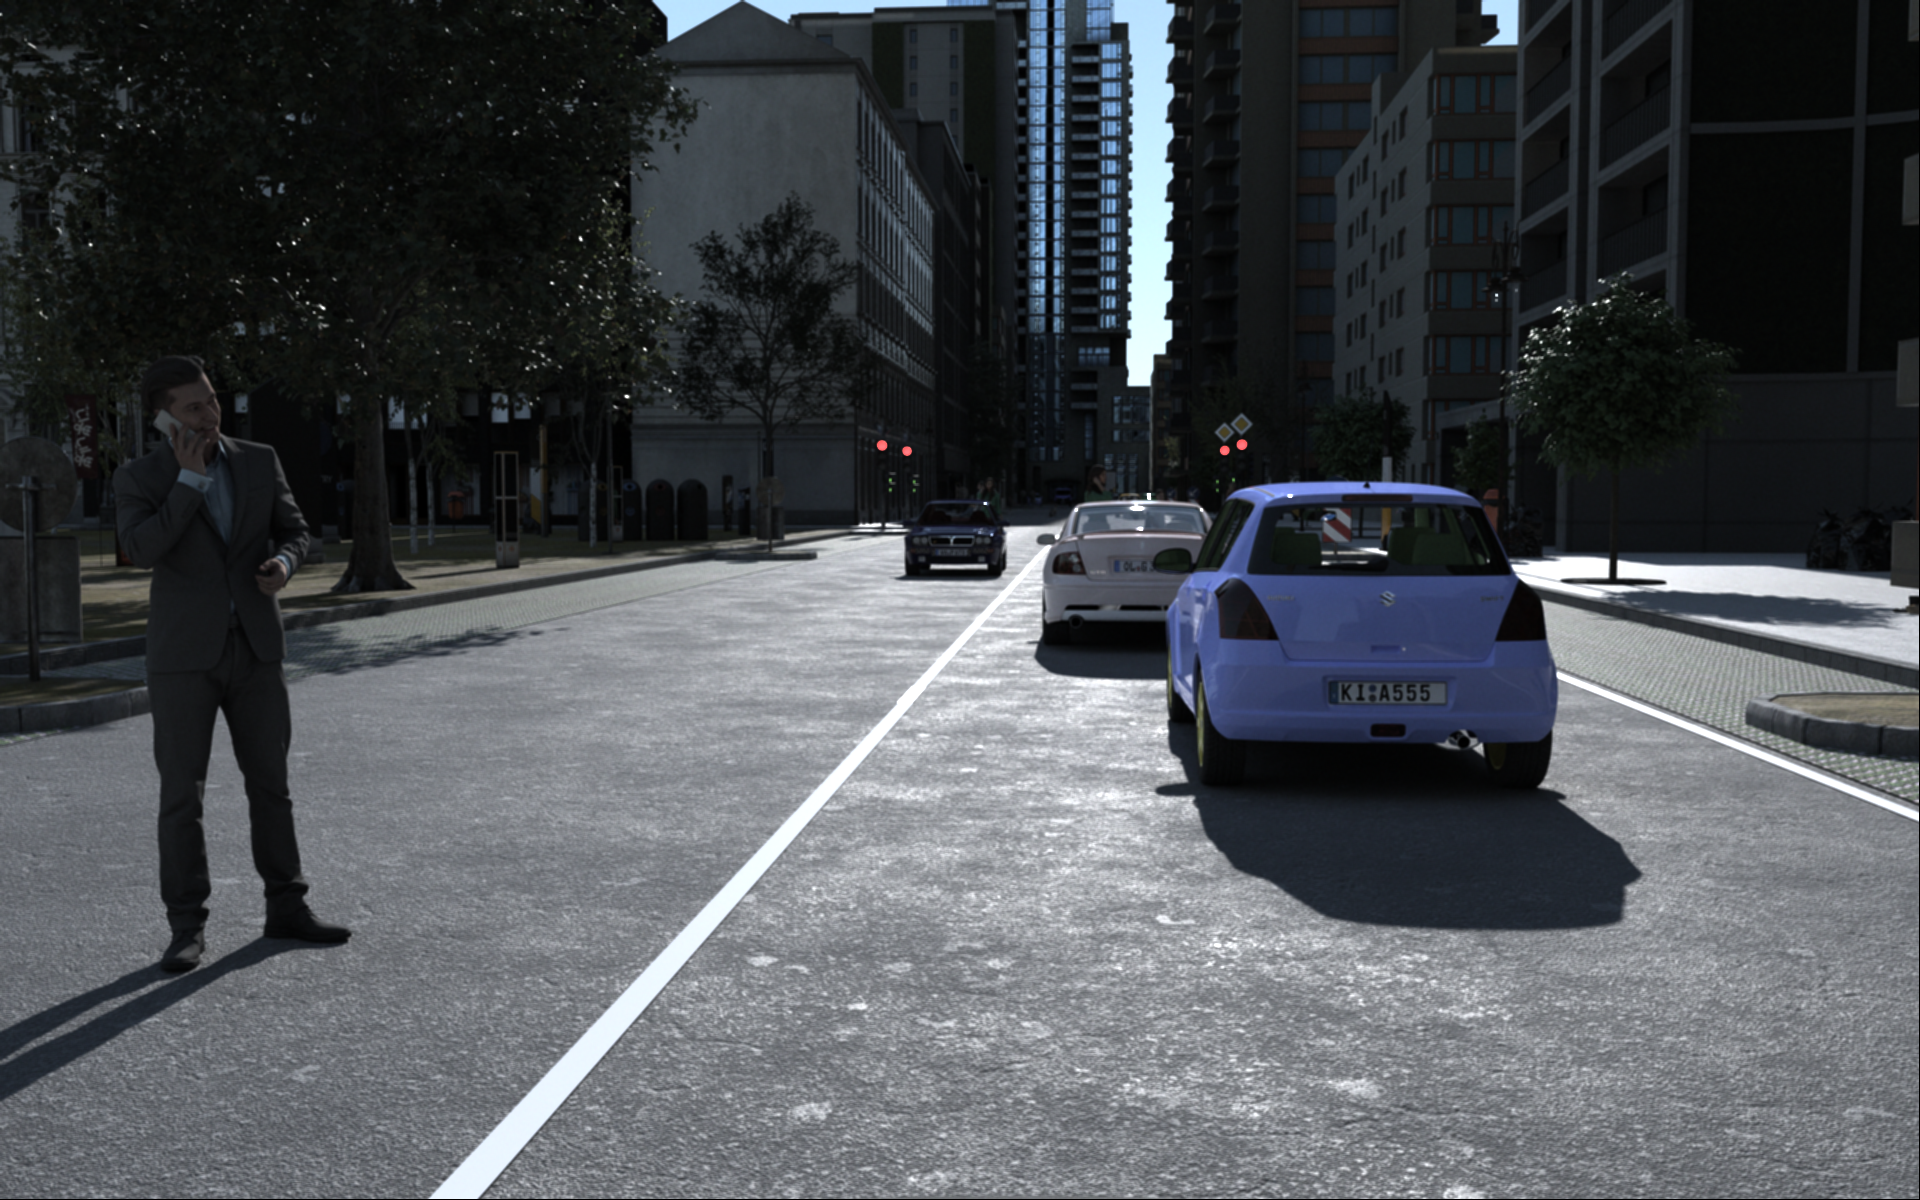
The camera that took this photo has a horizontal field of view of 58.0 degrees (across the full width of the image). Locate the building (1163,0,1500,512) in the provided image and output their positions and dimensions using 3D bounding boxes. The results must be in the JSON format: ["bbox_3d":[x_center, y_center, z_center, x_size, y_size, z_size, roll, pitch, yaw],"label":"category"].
[{"bbox_3d":[26.365,-28.889,126.959,22.147,44.769,28.867,0,4,4],"label":"building"}]

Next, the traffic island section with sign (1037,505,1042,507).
[{"bbox_3d":[8.371,-11.551,197.487,1.989,1.847,2.006,0,4,4],"label":"traffic island section with sign"}]

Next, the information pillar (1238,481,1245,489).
[{"bbox_3d":[16.231,-5.826,99.750,0.304,2.012,0.304,2,4,25],"label":"information pillar"}]

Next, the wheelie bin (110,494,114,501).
[{"bbox_3d":[-19.945,-2.069,41.738,0.980,1.594,0.693,-1,4,-15],"label":"wheelie bin"}]

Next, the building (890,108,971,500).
[{"bbox_3d":[-7.203,-19.828,117.692,14.314,27.812,24.014,0,4,4],"label":"building"}]

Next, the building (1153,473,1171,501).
[{"bbox_3d":[33.847,-46.933,205.605,20.563,71.187,20.611,0,4,4],"label":"building"}]

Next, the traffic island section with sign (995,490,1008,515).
[{"bbox_3d":[2.349,-6.876,121.053,1.989,1.847,2.006,0,4,4],"label":"traffic island section with sign"}]

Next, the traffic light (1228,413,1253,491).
[{"bbox_3d":[9.695,-4.339,59.871,0.839,4.253,0.868,0,4,4],"label":"traffic light"}]

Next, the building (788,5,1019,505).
[{"bbox_3d":[-7.200,-40.827,209.518,28.212,58.520,21.231,0,4,4],"label":"building"}]

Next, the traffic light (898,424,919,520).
[{"bbox_3d":[-2.052,-4.885,68.788,0.839,4.253,0.868,0,4,4],"label":"traffic light"}]

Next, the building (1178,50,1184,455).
[{"bbox_3d":[27.675,-31.260,161.206,14.600,45.320,14.200,0,4,4],"label":"building"}]

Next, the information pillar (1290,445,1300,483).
[{"bbox_3d":[15.773,-5.517,81.549,0.504,3.616,0.183,1,4,22],"label":"information pillar"}]

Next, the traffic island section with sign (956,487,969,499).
[{"bbox_3d":[0.182,-5.192,93.516,1.989,1.847,2.006,0,4,4],"label":"traffic island section with sign"}]

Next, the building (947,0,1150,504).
[{"bbox_3d":[10.350,-56.516,236.708,31.000,86.520,22.319,0,4,4],"label":"building"}]

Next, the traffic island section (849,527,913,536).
[{"bbox_3d":[-2.718,-2.366,60.965,2.009,0.180,2.903,0,4,4],"label":"traffic island section"}]

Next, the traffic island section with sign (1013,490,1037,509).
[{"bbox_3d":[6.260,-9.907,170.615,1.989,1.847,2.006,0,4,4],"label":"traffic island section with sign"}]

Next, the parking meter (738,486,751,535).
[{"bbox_3d":[-6.728,-2.790,54.032,0.372,1.533,0.369,0,3,0],"label":"parking meter"}]

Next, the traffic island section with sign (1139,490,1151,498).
[{"bbox_3d":[20.584,-11.548,197.437,1.989,1.847,2.006,0,4,4],"label":"traffic island section with sign"}]

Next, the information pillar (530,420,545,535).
[{"bbox_3d":[-13.285,-3.869,54.611,0.504,3.616,0.183,0,4,-6],"label":"information pillar"}]

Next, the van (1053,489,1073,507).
[{"bbox_3d":[11.574,-11.619,194.351,2.240,2.365,5.245,0,4,4],"label":"van"}]

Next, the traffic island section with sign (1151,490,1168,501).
[{"bbox_3d":[14.476,-6.809,119.956,1.989,1.847,2.006,0,4,4],"label":"traffic island section with sign"}]

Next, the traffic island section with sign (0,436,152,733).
[{"bbox_3d":[-6.313,-0.153,11.137,1.989,1.847,2.006,0,4,4],"label":"traffic island section with sign"}]

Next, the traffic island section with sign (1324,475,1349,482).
[{"bbox_3d":[7.983,-1.778,37.692,1.989,1.847,2.006,0,4,4],"label":"traffic island section with sign"}]

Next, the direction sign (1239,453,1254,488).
[{"bbox_3d":[15.657,-6.257,94.303,0.876,3.537,0.379,-3,4,-37],"label":"direction sign"}]

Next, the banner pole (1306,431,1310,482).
[{"bbox_3d":[13.685,-4.782,68.195,0.401,3.779,0.863,1,4,12],"label":"banner pole"}]

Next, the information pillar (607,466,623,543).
[{"bbox_3d":[-9.106,-2.523,45.747,0.304,2.012,0.304,-2,4,-35],"label":"information pillar"}]

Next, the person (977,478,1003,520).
[{"bbox_3d":[0.675,-1.873,39.374,0.600,1.795,0.529,0,3,0],"label":"person"}]

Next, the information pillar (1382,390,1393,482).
[{"bbox_3d":[9.592,-2.909,38.914,0.183,3.616,0.504,0,4,-2],"label":"information pillar"}]

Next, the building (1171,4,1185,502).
[{"bbox_3d":[32.866,-39.121,181.628,21.231,58.520,28.212,0,4,4],"label":"building"}]

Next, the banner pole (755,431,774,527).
[{"bbox_3d":[-7.735,-4.802,68.530,0.863,3.779,0.401,-2,4,-31],"label":"banner pole"}]

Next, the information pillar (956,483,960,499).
[{"bbox_3d":[-0.135,-6.585,112.159,0.304,2.012,0.304,0,4,-2],"label":"information pillar"}]

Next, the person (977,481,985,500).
[{"bbox_3d":[0.691,-2.612,51.298,0.391,1.810,0.635,2,4,33],"label":"person"}]

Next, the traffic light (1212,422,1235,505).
[{"bbox_3d":[10.323,-4.826,67.832,0.839,4.253,0.868,0,4,4],"label":"traffic light"}]

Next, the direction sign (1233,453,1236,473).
[{"bbox_3d":[15.549,-6.385,96.392,0.876,3.537,0.379,3,5,41],"label":"direction sign"}]

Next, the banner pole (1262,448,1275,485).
[{"bbox_3d":[16.650,-6.310,93.182,0.863,3.779,0.401,0,4,-1],"label":"banner pole"}]

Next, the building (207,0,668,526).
[{"bbox_3d":[-21.954,-15.044,75.644,15.834,23.373,12.332,0,4,4],"label":"building"}]

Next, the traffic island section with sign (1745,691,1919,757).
[{"bbox_3d":[5.822,-0.094,10.173,1.989,1.847,2.006,0,4,4],"label":"traffic island section with sign"}]

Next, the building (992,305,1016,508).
[{"bbox_3d":[-8.863,-20.119,173.988,27.650,21.520,28.899,0,4,4],"label":"building"}]

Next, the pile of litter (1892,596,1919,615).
[{"bbox_3d":[10.926,-0.270,18.378,1.719,0.858,1.176,3,5,42],"label":"pile of litter"}]

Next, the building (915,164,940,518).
[{"bbox_3d":[-6.806,-15.134,96.595,9.793,20.994,18.267,0,4,4],"label":"building"}]

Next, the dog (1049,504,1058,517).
[{"bbox_3d":[5.744,-5.629,108.870,0.800,0.831,0.513,0,4,7],"label":"dog"}]

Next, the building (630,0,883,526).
[{"bbox_3d":[-8.025,-14.021,78.402,9.793,20.994,18.267,0,4,4],"label":"building"}]

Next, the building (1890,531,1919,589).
[{"bbox_3d":[25.689,-9.977,8.162,27.650,21.520,28.899,0,4,4],"label":"building"}]

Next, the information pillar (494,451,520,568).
[{"bbox_3d":[-7.863,-1.564,30.058,0.304,2.012,0.304,-3,5,-43],"label":"information pillar"}]

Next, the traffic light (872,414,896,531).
[{"bbox_3d":[-2.679,-4.398,60.827,0.839,4.253,0.868,0,4,4],"label":"traffic light"}]

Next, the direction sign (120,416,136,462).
[{"bbox_3d":[-24.113,-3.563,50.250,0.876,3.537,0.379,3,5,39],"label":"direction sign"}]

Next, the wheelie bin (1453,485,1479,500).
[{"bbox_3d":[12.903,-2.230,44.362,0.693,1.594,0.980,-1,4,-22],"label":"wheelie bin"}]

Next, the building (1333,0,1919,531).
[{"bbox_3d":[33.720,-14.362,79.855,28.899,21.520,27.650,0,4,4],"label":"building"}]

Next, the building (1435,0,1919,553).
[{"bbox_3d":[23.818,-36.779,39.587,20.563,71.187,20.611,0,4,4],"label":"building"}]

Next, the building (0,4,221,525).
[{"bbox_3d":[-40.232,-15.148,76.542,19.941,23.489,11.050,0,4,4],"label":"building"}]

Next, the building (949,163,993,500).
[{"bbox_3d":[-4.574,-23.219,151.339,14.160,30.474,14.107,0,4,4],"label":"building"}]

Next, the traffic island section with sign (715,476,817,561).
[{"bbox_3d":[-4.197,-1.797,38.009,1.989,1.847,2.006,0,4,4],"label":"traffic island section with sign"}]

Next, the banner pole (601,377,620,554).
[{"bbox_3d":[-7.525,-2.891,37.287,0.401,3.779,0.863,0,4,-6],"label":"banner pole"}]

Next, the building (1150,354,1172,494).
[{"bbox_3d":[41.184,-24.093,238.963,28.899,21.520,27.650,0,4,4],"label":"building"}]

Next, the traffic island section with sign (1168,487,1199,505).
[{"bbox_3d":[12.328,-5.141,92.687,1.989,1.847,2.006,0,4,4],"label":"traffic island section with sign"}]
